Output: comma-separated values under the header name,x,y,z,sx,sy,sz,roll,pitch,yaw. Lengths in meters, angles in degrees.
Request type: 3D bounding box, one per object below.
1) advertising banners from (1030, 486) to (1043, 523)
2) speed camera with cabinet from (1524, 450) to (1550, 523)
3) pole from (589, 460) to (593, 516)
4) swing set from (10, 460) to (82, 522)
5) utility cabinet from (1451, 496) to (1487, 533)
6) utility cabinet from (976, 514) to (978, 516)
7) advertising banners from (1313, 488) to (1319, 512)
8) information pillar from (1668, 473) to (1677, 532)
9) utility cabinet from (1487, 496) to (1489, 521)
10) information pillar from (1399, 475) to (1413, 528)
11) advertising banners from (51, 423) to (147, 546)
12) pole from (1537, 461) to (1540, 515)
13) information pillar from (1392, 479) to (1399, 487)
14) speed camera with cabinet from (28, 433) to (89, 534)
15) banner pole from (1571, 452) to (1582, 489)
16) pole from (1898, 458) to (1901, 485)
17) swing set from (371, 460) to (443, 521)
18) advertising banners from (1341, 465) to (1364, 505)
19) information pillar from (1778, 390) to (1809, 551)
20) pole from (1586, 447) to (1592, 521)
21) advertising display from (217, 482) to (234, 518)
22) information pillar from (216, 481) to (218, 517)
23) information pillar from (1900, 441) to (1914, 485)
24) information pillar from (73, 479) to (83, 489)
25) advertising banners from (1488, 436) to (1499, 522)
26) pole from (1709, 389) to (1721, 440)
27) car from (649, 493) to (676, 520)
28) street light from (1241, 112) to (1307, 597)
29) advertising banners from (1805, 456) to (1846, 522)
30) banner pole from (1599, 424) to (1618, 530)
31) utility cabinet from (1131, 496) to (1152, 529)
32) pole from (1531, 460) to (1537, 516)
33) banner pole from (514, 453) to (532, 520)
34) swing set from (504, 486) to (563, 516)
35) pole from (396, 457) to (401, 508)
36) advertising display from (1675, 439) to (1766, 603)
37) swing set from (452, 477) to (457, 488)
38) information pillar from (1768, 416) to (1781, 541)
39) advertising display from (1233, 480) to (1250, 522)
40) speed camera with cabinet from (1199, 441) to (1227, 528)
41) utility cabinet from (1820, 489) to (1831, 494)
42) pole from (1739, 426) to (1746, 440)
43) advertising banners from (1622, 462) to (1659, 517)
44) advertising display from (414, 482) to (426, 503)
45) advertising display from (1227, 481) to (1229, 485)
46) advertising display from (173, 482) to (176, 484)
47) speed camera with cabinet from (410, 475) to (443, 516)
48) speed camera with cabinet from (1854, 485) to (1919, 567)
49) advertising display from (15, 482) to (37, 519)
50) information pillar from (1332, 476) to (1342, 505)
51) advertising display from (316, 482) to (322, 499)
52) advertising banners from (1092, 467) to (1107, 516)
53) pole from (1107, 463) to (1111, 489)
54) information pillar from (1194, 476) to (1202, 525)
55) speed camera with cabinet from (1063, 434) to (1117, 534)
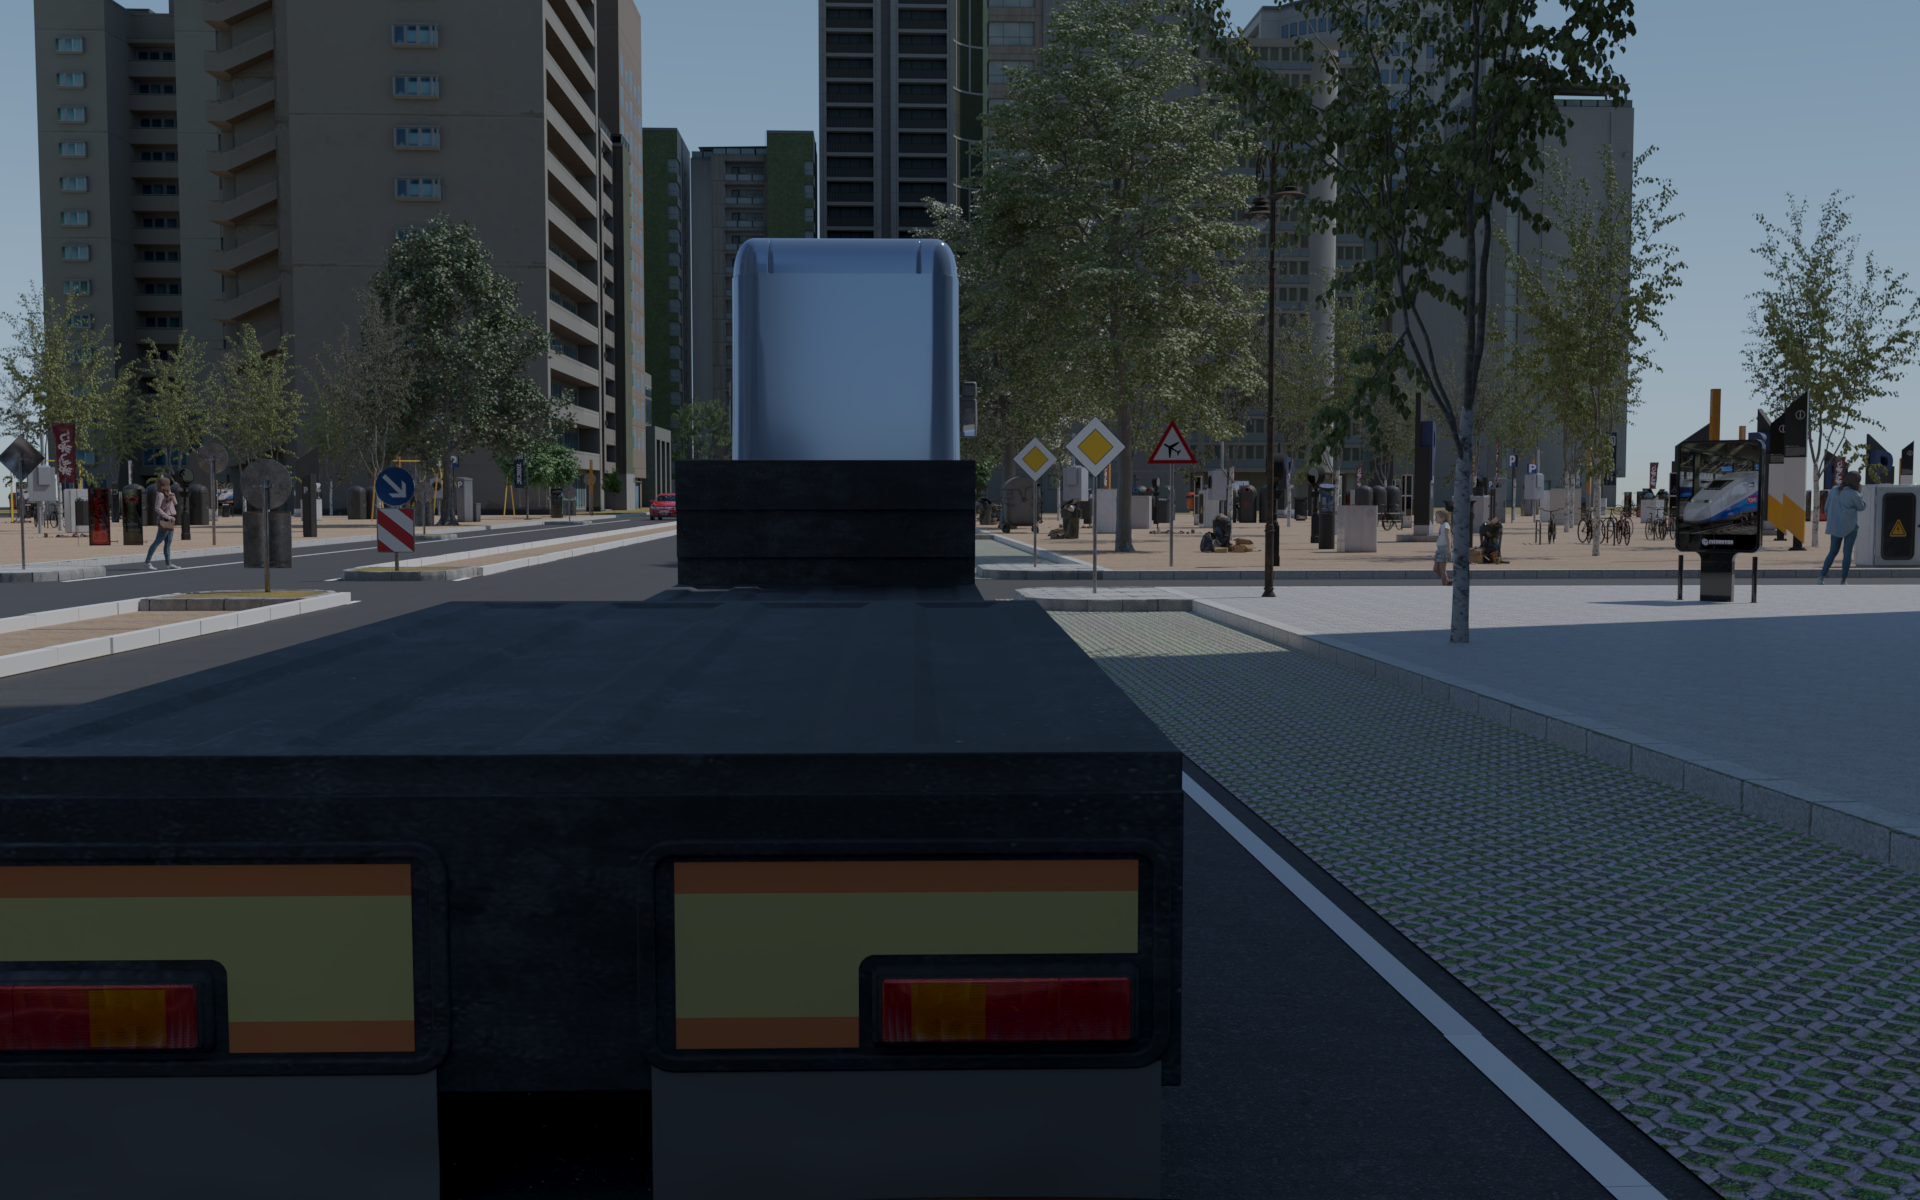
name,x,y,z,sx,sy,sz,roll,pitch,yaw
advertising banners,3.333,-4.908,76.434,0.090,3.025,2.074,-1,4,-14
speed camera with cabinet,26.404,-5.134,78.271,2.038,3.252,0.660,-2,4,-32
pole,-21.861,-6.659,102.711,0.158,3.312,0.155,0,3,0
swing set,-42.265,-5.030,79.866,3.119,2.851,2.862,-2,4,-28
utility cabinet,16.794,-2.821,57.282,1.020,1.237,0.306,1,4,20
utility cabinet,0.705,-5.472,98.152,0.318,1.500,1.173,-1,4,-17
advertising banners,21.868,-6.659,105.062,0.090,3.025,2.074,2,4,25
information pillar,24.465,-3.355,59.339,0.304,2.012,0.304,2,4,33
utility cabinet,20.033,-3.418,67.042,0.306,1.237,1.020,-2,4,-25
information pillar,16.894,-3.730,65.483,0.304,2.012,0.304,-1,4,-15
advertising banners,-21.392,-2.867,43.058,2.074,3.025,0.090,-1,4,-19
pole,35.503,-6.891,106.507,0.158,3.312,0.155,0,3,0
information pillar,21.933,-5.052,87.099,0.304,2.012,0.304,-1,4,-13
speed camera with cabinet,-29.298,-3.812,56.667,2.038,3.252,0.660,-3,5,-43
banner pole,36.552,-6.901,102.849,0.863,3.779,0.401,0,4,-6
pole,53.235,-6.376,98.092,0.158,3.312,0.155,0,3,0
swing set,-25.800,-5.079,80.666,3.119,2.851,2.862,-2,4,-30
advertising banners,23.704,-6.694,105.636,0.090,3.025,2.074,-3,5,-44
information pillar,18.919,-2.926,39.197,0.504,3.616,0.183,3,5,44
pole,26.472,-4.836,72.912,0.158,3.312,0.155,0,3,0
advertising display,-40.190,-5.474,94.719,0.123,1.923,0.974,3,4,38
information pillar,-40.428,-5.462,93.798,0.304,2.012,0.304,0,4,8
information pillar,41.286,-5.147,75.501,0.504,3.616,0.183,1,4,18
information pillar,-42.223,-4.798,82.937,0.304,2.012,0.304,0,4,7
advertising banners,16.510,-3.510,53.573,0.090,3.025,2.074,1,4,11
pole,14.612,-2.431,33.584,0.158,3.312,0.155,0,3,0
car,-16.089,-5.325,96.097,2.155,1.783,4.494,0,4,-1
street light,3.851,-2.975,21.423,0.468,5.910,1.993,0,4,-3
advertising banners,40.302,-5.183,80.932,0.090,3.025,2.074,-3,5,-39
banner pole,22.978,-4.380,61.637,0.863,3.779,0.401,0,4,-7
utility cabinet,6.550,-3.223,63.861,1.020,1.237,0.306,2,4,30
pole,33.779,-6.630,102.246,0.158,3.312,0.155,0,3,0
banner pole,-21.735,-5.874,86.051,0.863,3.779,0.401,-1,4,-15
swing set,-25.085,-6.342,101.308,3.119,2.851,2.862,0,4,-2
pole,-27.076,-5.486,83.543,0.158,3.312,0.155,0,3,0
advertising display,9.045,-0.944,20.644,0.974,1.923,0.123,3,5,41
swing set,-30.855,-6.427,102.699,2.862,2.851,3.119,0,4,2
information pillar,22.459,-3.434,47.494,0.504,3.616,0.183,2,4,26
advertising display,13.110,-4.629,80.904,0.974,1.923,0.123,-2,4,-30
speed camera with cabinet,9.593,-4.373,65.833,0.660,3.252,2.038,0,4,-6
utility cabinet,42.146,-4.596,83.817,1.173,1.500,0.318,-1,4,-23
pole,23.339,-3.542,51.754,0.158,3.312,0.155,0,3,0
advertising banners,37.538,-6.077,95.542,0.090,3.025,2.074,-3,5,-40
advertising display,-28.647,-5.303,91.923,0.974,1.923,0.123,3,5,41
advertising display,13.826,-5.073,88.164,0.123,1.923,0.974,-2,4,-27
advertising display,-40.286,-5.177,89.861,0.123,1.923,0.974,3,4,39
speed camera with cabinet,-30.954,-6.462,99.993,2.038,3.252,0.660,-1,4,-20
speed camera with cabinet,16.961,-2.220,30.634,2.038,3.252,0.660,0,4,-8
advertising display,-48.755,-5.212,90.437,0.123,1.923,0.974,3,5,41
information pillar,15.344,-4.040,70.545,0.304,2.012,0.304,2,4,31
advertising display,-34.728,-5.383,93.226,0.123,1.923,0.974,1,4,17
advertising banners,8.151,-6.469,101.952,0.090,3.025,2.074,3,5,41
pole,7.528,-5.746,87.786,0.158,3.312,0.155,0,3,0
information pillar,9.752,-4.064,70.933,0.304,2.012,0.304,1,4,14
speed camera with cabinet,4.397,-3.800,56.464,2.038,3.252,0.660,2,4,29
